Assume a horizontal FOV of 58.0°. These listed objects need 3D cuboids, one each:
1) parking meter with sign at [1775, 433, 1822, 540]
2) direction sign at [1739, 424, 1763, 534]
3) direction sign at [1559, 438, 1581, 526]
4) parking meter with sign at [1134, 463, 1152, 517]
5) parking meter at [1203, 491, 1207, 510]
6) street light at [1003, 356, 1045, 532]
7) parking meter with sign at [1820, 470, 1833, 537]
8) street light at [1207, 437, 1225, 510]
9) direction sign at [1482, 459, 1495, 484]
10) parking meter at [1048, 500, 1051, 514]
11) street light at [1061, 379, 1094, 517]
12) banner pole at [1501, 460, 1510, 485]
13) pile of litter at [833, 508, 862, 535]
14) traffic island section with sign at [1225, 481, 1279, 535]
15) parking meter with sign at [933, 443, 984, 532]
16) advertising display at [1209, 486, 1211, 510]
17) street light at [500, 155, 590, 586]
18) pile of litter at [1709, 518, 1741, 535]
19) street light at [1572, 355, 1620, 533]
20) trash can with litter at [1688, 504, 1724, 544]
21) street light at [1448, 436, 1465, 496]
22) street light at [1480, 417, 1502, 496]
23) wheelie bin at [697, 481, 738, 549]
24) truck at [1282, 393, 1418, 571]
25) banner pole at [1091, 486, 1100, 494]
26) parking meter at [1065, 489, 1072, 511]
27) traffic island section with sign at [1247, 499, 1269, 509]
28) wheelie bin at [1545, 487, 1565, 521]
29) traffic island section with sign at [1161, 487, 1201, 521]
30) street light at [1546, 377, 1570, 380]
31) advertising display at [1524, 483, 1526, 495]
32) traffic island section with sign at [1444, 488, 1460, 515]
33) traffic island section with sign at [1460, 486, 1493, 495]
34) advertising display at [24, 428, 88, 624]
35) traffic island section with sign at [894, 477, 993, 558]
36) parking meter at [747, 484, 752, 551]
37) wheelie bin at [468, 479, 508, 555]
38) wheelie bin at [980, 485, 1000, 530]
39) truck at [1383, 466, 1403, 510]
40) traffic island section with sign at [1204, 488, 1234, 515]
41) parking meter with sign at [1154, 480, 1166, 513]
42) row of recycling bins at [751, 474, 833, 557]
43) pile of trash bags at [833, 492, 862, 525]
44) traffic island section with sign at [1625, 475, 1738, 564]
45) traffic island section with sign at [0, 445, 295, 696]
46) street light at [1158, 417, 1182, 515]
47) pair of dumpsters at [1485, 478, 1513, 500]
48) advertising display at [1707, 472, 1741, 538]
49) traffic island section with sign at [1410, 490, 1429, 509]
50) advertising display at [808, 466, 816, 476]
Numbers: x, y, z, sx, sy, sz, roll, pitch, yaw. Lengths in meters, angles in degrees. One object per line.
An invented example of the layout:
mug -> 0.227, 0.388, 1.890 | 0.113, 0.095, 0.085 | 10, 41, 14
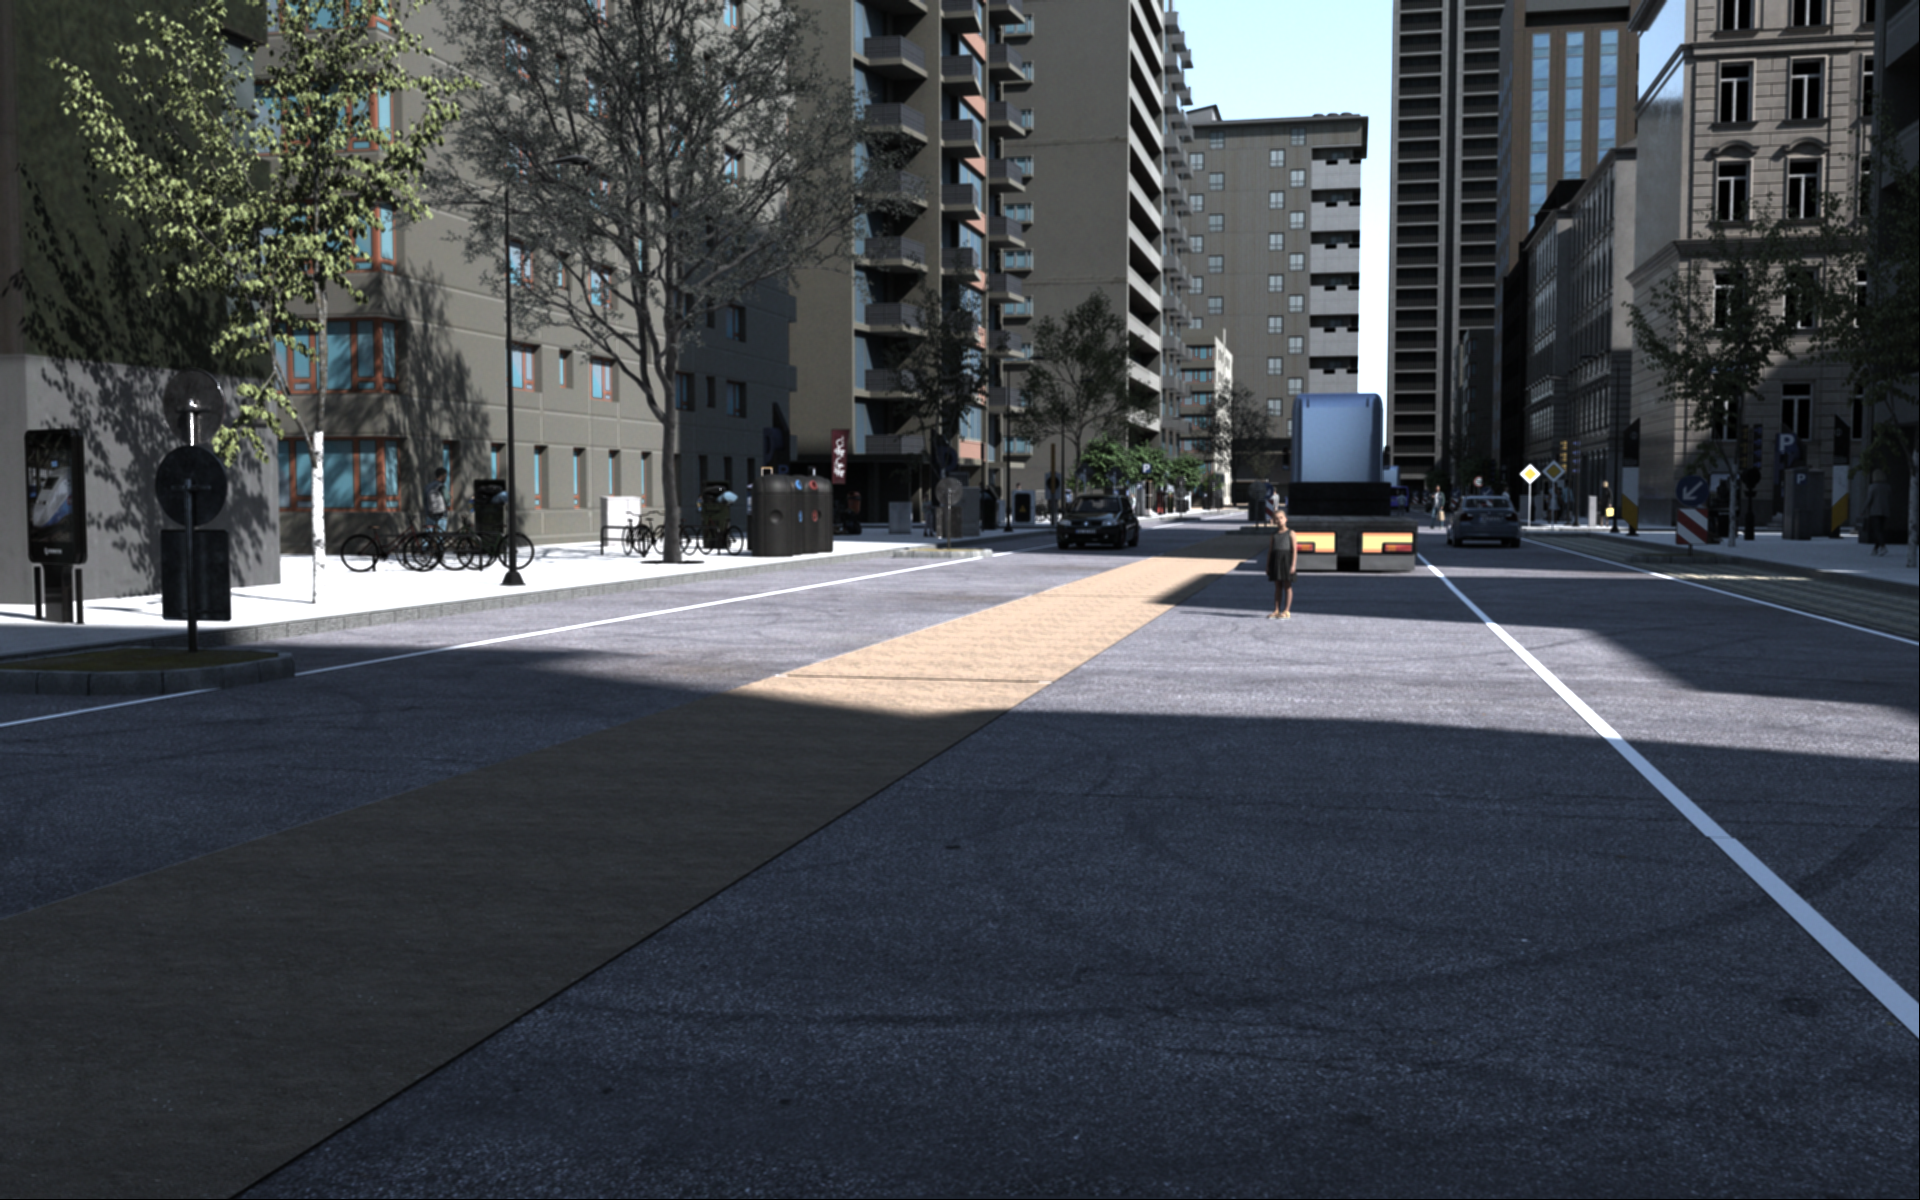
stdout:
parking meter with sign -> 23.525, -3.211, 48.757 | 0.543, 3.016, 1.738 | 0, 4, 6
direction sign -> 25.683, -3.933, 56.308 | 0.379, 3.537, 0.876 | -2, 4, -26
direction sign -> 24.778, -4.798, 70.449 | 0.876, 3.537, 0.379 | 0, 4, -5
parking meter with sign -> 10.243, -6.220, 97.963 | 0.543, 3.016, 1.738 | 2, 4, 29
parking meter -> 20.181, -8.212, 142.670 | 0.372, 1.533, 0.369 | 0, 3, 0
street light -> 2.172, -5.263, 58.596 | 1.470, 5.913, 1.316 | 1, 4, 13
parking meter with sign -> 25.526, -3.406, 51.949 | 1.738, 3.016, 0.543 | -1, 4, -10
street light -> 20.669, -10.241, 139.987 | 1.470, 5.913, 1.316 | 1, 4, 13
direction sign -> 34.563, -7.416, 113.253 | 0.876, 3.537, 0.379 | -1, 4, -11
parking meter -> 5.736, -6.347, 109.491 | 0.399, 1.863, 0.255 | 3, 5, 43
street light -> 4.693, -5.959, 69.973 | 1.470, 5.913, 1.316 | 1, 4, 13
banner pole -> 39.475, -8.274, 125.290 | 0.863, 3.779, 0.401 | -1, 4, -10
pile of litter -> -3.747, -2.479, 54.490 | 1.176, 0.858, 1.719 | 3, 4, 38
traffic island section with sign -> 10.426, -3.232, 60.978 | 2.006, 1.907, 1.989 | 1, 4, 13
parking meter with sign -> -0.052, -3.837, 58.991 | 1.738, 3.016, 0.543 | 0, 4, 4
advertising display -> 19.828, -8.086, 137.427 | 0.123, 1.923, 0.974 | 1, 4, 9
street light -> -5.755, -3.149, 24.034 | 1.470, 5.913, 1.316 | 1, 4, 13
pile of litter -> 23.733, -2.496, 54.782 | 1.719, 0.858, 1.176 | 3, 5, 41
street light -> 21.302, -5.207, 57.683 | 1.470, 5.913, 1.316 | 1, 4, 13
trash can with litter -> 19.295, -2.047, 44.854 | 0.624, 1.170, 1.055 | -2, 4, -27
street light -> 39.890, -10.185, 139.067 | 1.470, 5.913, 1.316 | 1, 4, 13
street light -> 31.890, -8.041, 104.003 | 1.470, 5.913, 1.316 | 1, 4, 13
wheelie bin -> -5.719, -2.009, 40.761 | 0.980, 1.594, 0.693 | 0, 3, 0
truck -> 8.895, -3.101, 40.467 | 2.967, 4.110, 18.799 | 1, 4, 11
banner pole -> 8.165, -7.024, 104.856 | 0.863, 3.779, 0.401 | 2, 4, 35
parking meter -> 5.746, -5.090, 91.628 | 0.372, 1.533, 0.369 | 0, 3, 0
traffic island section with sign -> 29.124, -9.837, 169.464 | 1.989, 1.847, 2.006 | 1, 4, 13
wheelie bin -> 28.324, -4.552, 82.325 | 0.980, 1.594, 0.693 | -1, 4, -9
traffic island section with sign -> 12.047, -5.231, 94.161 | 1.989, 1.847, 2.006 | 1, 4, 13
street light -> 23.867, -5.869, 68.499 | 1.470, 5.913, 1.316 | 1, 4, 13
advertising display -> 32.726, -5.817, 100.322 | 0.123, 1.923, 0.974 | 1, 4, 19
traffic island section with sign -> 33.358, -6.630, 117.030 | 1.989, 1.847, 2.006 | 1, 4, 13
traffic island section with sign -> 27.295, -4.997, 90.330 | 1.989, 1.847, 2.006 | 1, 4, 13
advertising display -> -9.027, -0.739, 17.304 | 0.974, 1.923, 0.123 | 3, 4, 37
traffic island section with sign -> -0.317, -1.894, 39.588 | 1.989, 1.847, 2.006 | 1, 4, 13
parking meter -> -4.669, -1.899, 39.454 | 0.372, 1.533, 0.369 | 0, 3, 0
wheelie bin -> -9.979, -1.773, 36.900 | 0.980, 1.594, 0.693 | -1, 4, -11
wheelie bin -> 1.039, -3.321, 62.208 | 0.693, 1.594, 0.980 | 1, 4, 12
truck -> 39.065, -10.310, 158.324 | 2.967, 4.110, 18.799 | 1, 4, 14
traffic island section with sign -> 18.098, -6.864, 120.862 | 1.989, 1.847, 2.006 | 1, 4, 13
parking meter with sign -> 13.770, -7.482, 118.593 | 0.543, 3.016, 1.738 | -1, 4, -14
row of recycling bins -> -3.576, -1.816, 36.806 | 1.069, 1.692, 3.534 | 1, 4, 14
pile of trash bags -> -5.470, -3.838, 72.506 | 3.447, 1.369, 1.912 | 3, 4, 38
traffic island section with sign -> 15.024, -1.684, 36.167 | 1.989, 1.847, 2.006 | 1, 4, 13
traffic island section with sign -> -6.286, -0.286, 13.300 | 1.989, 1.847, 2.006 | 1, 4, 13
street light -> 12.719, -8.104, 105.047 | 1.470, 5.913, 1.316 | 1, 4, 13
pair of dumpsters -> 33.183, -6.387, 106.914 | 1.574, 2.255, 4.437 | 1, 4, 13
advertising display -> 22.419, -2.792, 50.857 | 0.974, 1.923, 0.123 | 0, 4, -4
traffic island section with sign -> 44.361, -9.600, 165.582 | 1.989, 1.847, 2.006 | 1, 4, 13
advertising display -> -3.468, -2.165, 40.617 | 0.123, 1.923, 0.974 | 0, 4, -1
